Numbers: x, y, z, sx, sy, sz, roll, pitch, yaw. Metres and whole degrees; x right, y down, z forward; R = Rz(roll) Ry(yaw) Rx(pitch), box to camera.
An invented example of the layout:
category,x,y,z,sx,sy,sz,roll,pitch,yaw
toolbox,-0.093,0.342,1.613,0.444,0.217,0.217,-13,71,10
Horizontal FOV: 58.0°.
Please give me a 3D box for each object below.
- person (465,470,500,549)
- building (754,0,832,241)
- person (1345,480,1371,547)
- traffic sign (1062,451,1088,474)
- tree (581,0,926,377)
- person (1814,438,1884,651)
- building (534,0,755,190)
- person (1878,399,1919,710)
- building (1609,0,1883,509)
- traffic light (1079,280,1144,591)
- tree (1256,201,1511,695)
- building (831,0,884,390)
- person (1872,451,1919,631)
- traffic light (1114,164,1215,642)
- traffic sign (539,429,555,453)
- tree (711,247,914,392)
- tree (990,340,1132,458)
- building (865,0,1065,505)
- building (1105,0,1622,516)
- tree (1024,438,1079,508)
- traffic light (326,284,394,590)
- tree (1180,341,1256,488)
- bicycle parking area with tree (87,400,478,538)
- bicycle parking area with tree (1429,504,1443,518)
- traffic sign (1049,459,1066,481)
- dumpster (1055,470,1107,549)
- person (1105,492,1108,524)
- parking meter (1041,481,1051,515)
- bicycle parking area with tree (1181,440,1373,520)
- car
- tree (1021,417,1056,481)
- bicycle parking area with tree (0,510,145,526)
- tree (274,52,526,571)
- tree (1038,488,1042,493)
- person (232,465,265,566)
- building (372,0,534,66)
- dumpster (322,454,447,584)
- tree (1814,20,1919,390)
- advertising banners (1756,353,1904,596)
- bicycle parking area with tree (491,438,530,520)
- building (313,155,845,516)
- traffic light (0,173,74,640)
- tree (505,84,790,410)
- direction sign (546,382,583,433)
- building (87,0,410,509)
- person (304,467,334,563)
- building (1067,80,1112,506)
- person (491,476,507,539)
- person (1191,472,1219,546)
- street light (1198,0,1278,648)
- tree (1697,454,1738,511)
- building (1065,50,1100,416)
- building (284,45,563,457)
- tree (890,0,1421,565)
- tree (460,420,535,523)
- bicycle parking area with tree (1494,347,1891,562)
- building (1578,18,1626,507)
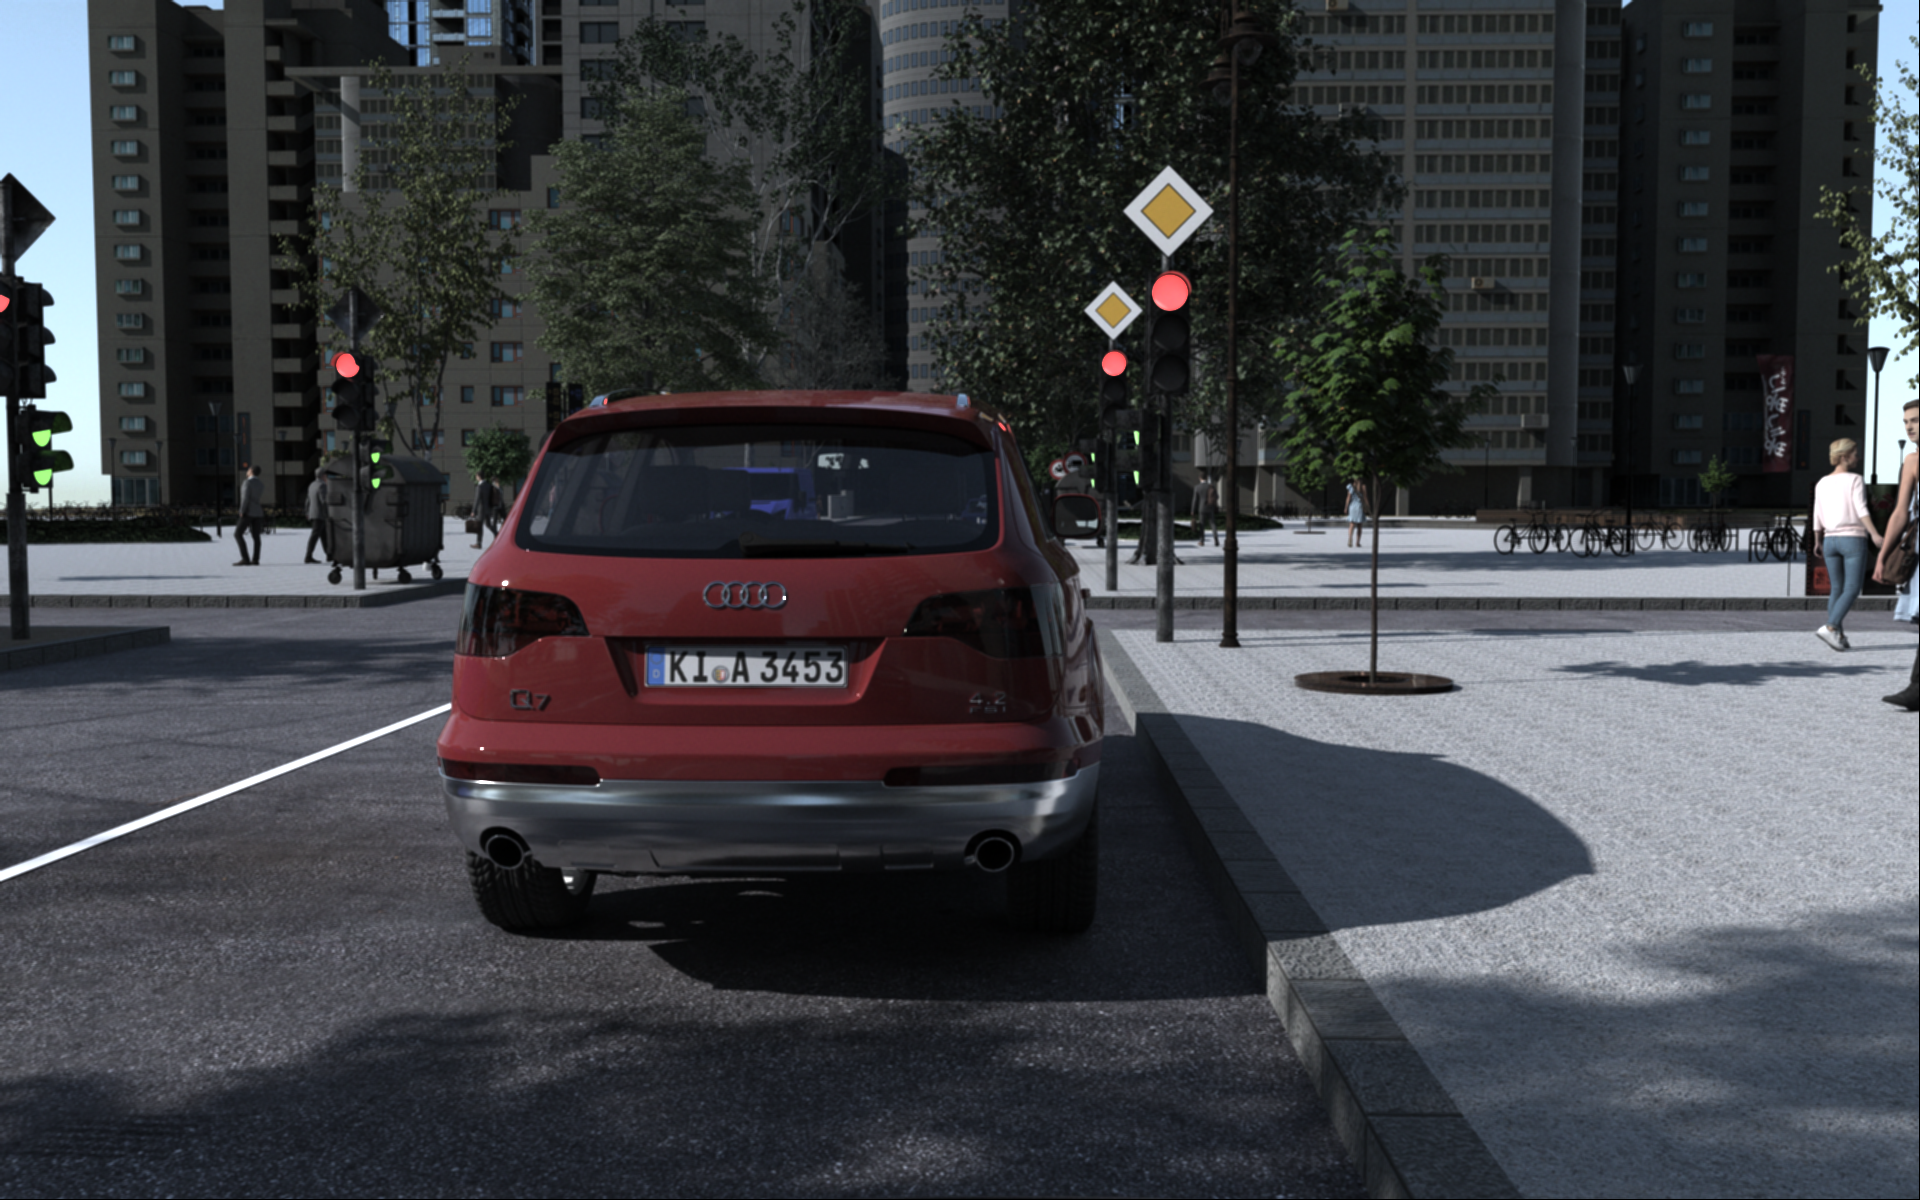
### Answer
category,x,y,z,sx,sy,sz,roll,pitch,yaw
person,-11.097,-2.108,40.478,0.822,1.834,0.622,1,4,13
building,-18.623,-42.706,136.496,20.563,71.187,20.611,0,4,2
person,9.590,-2.177,41.737,0.616,1.811,0.778,2,4,26
traffic sign,3.389,-3.123,51.162,0.768,2.556,0.104,0,4,7
tree,-6.188,-12.651,62.738,12.611,20.169,13.585,0,3,0
person,7.260,-0.459,14.224,0.598,1.740,0.731,-2,4,-34
building,-35.203,-46.273,194.811,20.611,71.187,20.563,0,4,2
person,5.776,-0.277,10.343,0.755,1.850,0.659,-1,4,-14
building,70.243,-32.663,157.741,21.600,48.544,21.300,0,4,2
traffic light,1.998,-2.079,22.906,0.839,4.253,0.868,0,4,2
tree,2.884,-1.033,11.495,1.663,3.219,1.824,0,3,0
building,-18.341,-32.878,161.258,21.600,48.544,21.300,0,4,2
person,5.127,-0.178,9.051,0.616,1.811,0.778,2,4,35
traffic light,1.760,-1.590,14.924,0.839,4.253,0.868,0,4,2
traffic sign,-7.884,-2.069,33.940,0.768,2.556,0.104,0,4,6
tree,-7.482,-10.694,85.224,12.009,13.543,11.850,0,3,0
tree,4.854,-10.008,98.046,8.767,10.594,7.601,1,4,13
building,3.422,-39.889,194.178,28.212,58.520,21.231,0,4,2
building,24.758,-25.729,112.542,32.217,40.220,23.993,0,4,2
tree,5.070,-6.625,92.026,4.285,4.588,4.351,0,3,0
traffic light,-8.060,-2.096,23.188,0.839,4.253,0.868,0,4,2
tree,10.529,-7.403,71.401,4.360,8.622,3.978,0,3,0
bicycle parking area with tree,-20.291,-4.065,53.465,8.231,4.147,9.016,0,4,6
bicycle parking area with tree,29.764,-6.311,90.181,9.016,4.147,8.231,-2,4,-25
traffic sign,3.603,-3.831,62.748,0.768,2.556,0.104,0,4,6
dumpster,2.918,-2.185,41.488,1.264,1.857,1.865,0,4,2
person,5.810,-3.977,71.421,0.721,1.781,0.623,1,4,10
parking meter,3.935,-4.496,79.215,0.399,1.863,0.255,-1,4,-8
bicycle parking area with tree,16.485,-6.271,89.527,9.016,4.147,8.231,-3,4,-36
car,-0.518,0.088,7.235,2.281,1.827,5.304,0,4,1
tree,6.822,-13.134,165.110,4.737,8.622,4.395,0,3,0
bicycle parking area with tree,-37.241,-4.946,67.866,9.016,4.147,8.231,1,4,21
tree,-9.088,-4.811,29.030,4.737,8.622,4.395,0,3,0
tree,5.867,-8.116,127.297,1.663,3.219,1.824,0,3,0
person,-12.805,-1.527,31.183,0.473,1.802,0.592,2,4,30
building,-61.640,-54.053,196.433,31.000,86.520,22.319,0,4,2
dumpster,-8.365,-1.190,25.223,1.264,1.857,1.865,0,4,2
tree,15.224,-4.639,26.208,4.737,8.622,4.395,0,3,0
advertising banners,10.906,-1.562,21.719,2.074,3.025,0.090,0,4,-8
bicycle parking area with tree,-22.145,-6.243,89.073,9.016,4.147,8.231,0,4,0
building,-22.692,-16.414,113.413,27.650,21.520,28.899,0,4,2
traffic light,-8.297,-1.608,15.206,0.839,4.253,0.868,0,4,2
tree,-8.622,-7.953,48.158,7.486,12.596,7.792,0,3,0
direction sign,-8.046,-2.650,35.324,0.379,3.537,0.876,3,5,42
building,-65.225,-32.932,162.140,21.600,48.544,21.300,0,4,2
person,-11.884,-1.584,32.333,0.661,1.777,0.834,3,4,37
building,20.094,-50.523,138.724,22.319,86.520,31.000,0,4,2
person,-13.188,-2.650,49.558,0.473,1.802,0.592,3,4,36
person,6.039,-2.238,42.604,0.622,1.834,0.822,-1,4,-12
street light,2.266,-2.543,14.364,0.468,5.910,1.993,0,4,2
tree,36.606,-5.482,84.229,1.663,3.219,1.824,0,3,0
building,16.887,-31.348,162.644,14.600,45.320,14.200,0,4,2
building,-42.431,-28.390,156.053,23.993,40.220,32.217,0,4,2
tree,3.480,-6.992,31.327,9.611,12.733,9.660,0,3,0
tree,-20.326,-5.655,76.169,4.285,4.588,4.351,0,3,0
bicycle parking area with tree,16.447,-2.997,36.008,9.016,4.147,8.231,-2,4,-25
building,52.059,-31.310,162.035,14.200,45.320,14.600,0,4,2
